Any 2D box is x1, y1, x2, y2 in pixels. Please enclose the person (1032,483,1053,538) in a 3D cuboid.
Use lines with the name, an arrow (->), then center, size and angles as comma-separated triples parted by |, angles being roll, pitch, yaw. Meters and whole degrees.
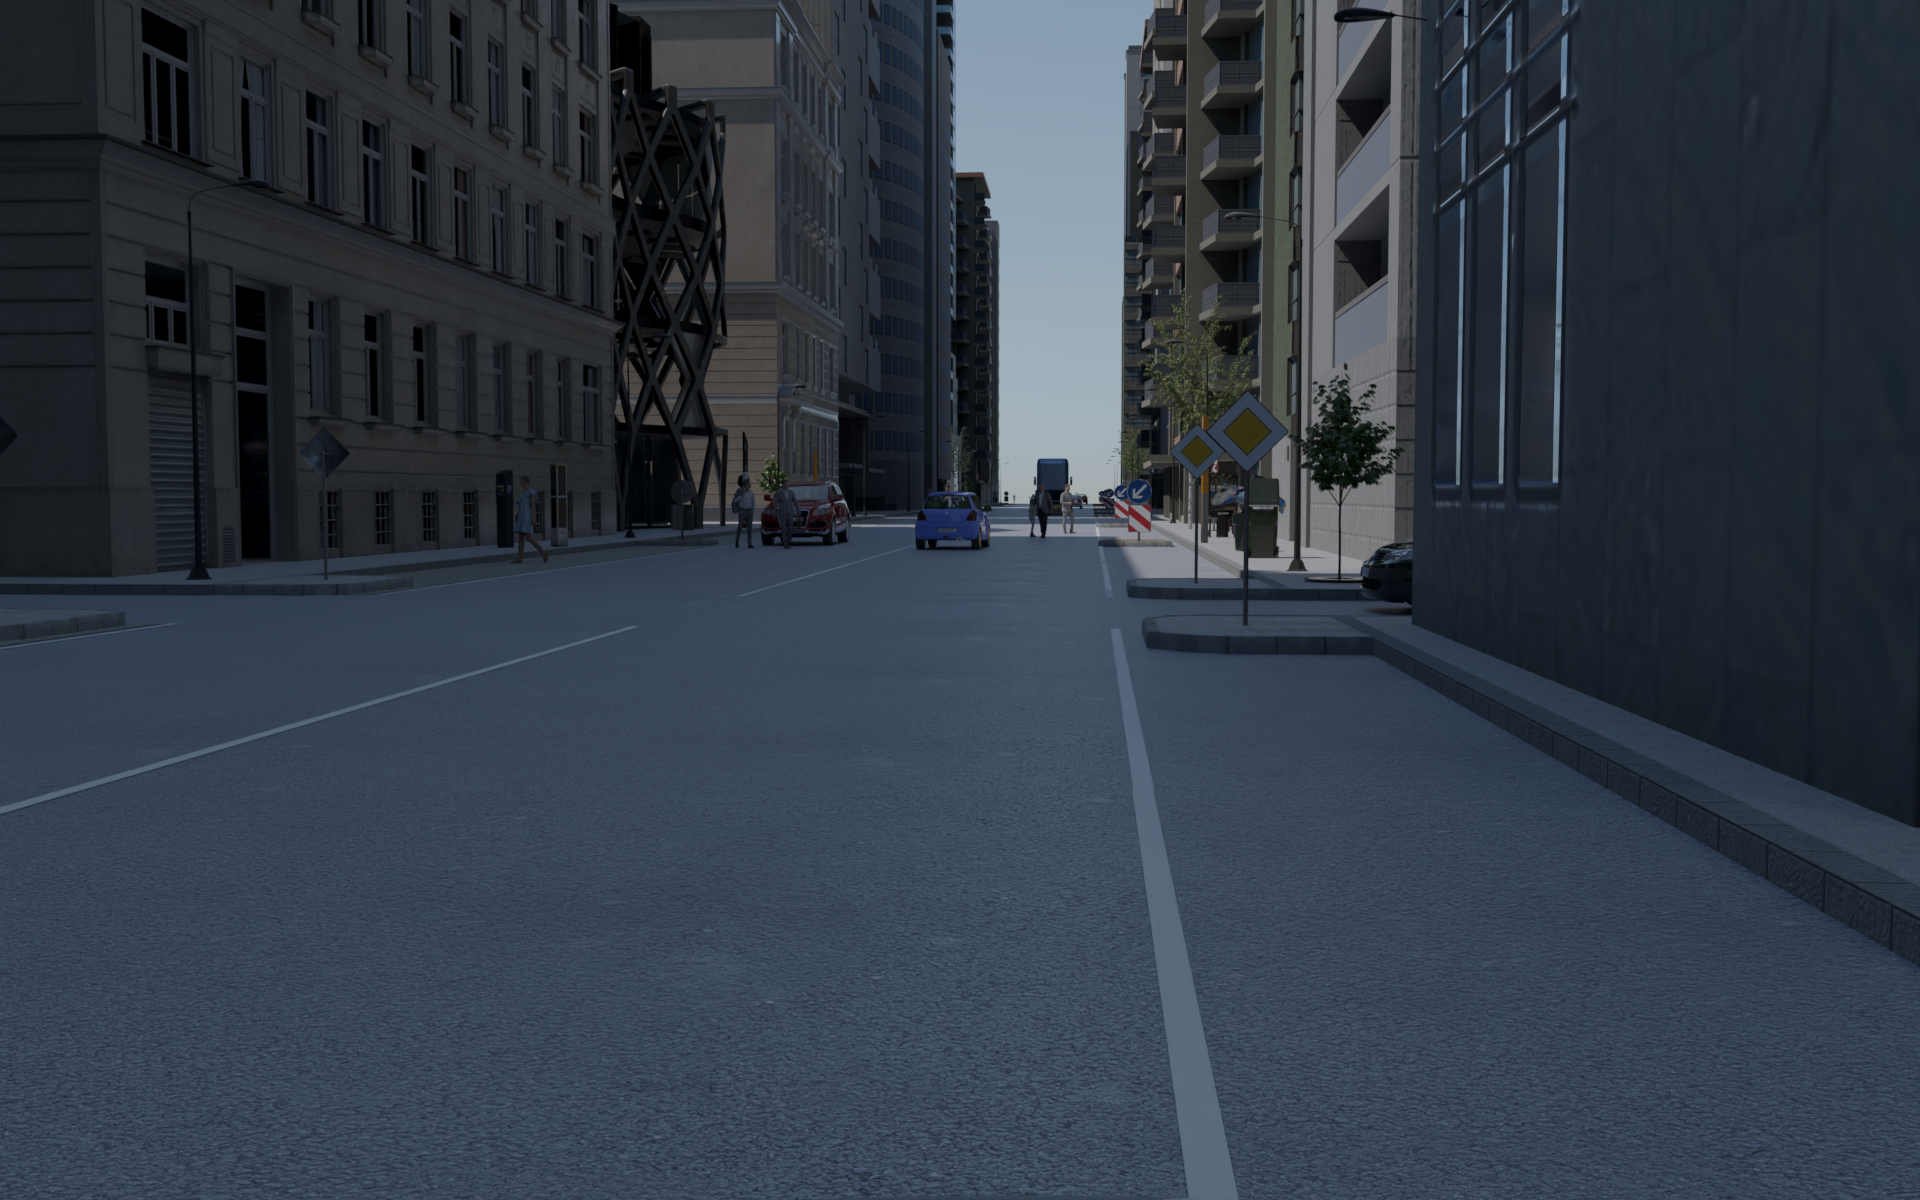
person -> 2.676, -2.916, 56.568 | 0.661, 1.777, 0.834 | 1, 4, 12

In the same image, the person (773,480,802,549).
person -> -4.532, -2.249, 45.384 | 0.709, 1.813, 0.853 | -2, 4, -27

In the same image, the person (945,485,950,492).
person -> -0.451, -3.385, 64.186 | 0.721, 1.781, 0.623 | 3, 5, 42

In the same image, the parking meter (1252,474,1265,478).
parking meter -> 8.750, -2.754, 50.732 | 0.399, 1.863, 0.255 | 0, 4, -6

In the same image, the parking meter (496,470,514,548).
parking meter -> -10.885, -2.184, 41.414 | 0.255, 1.863, 0.399 | 1, 4, 20

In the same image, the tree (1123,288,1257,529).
tree -> 8.645, -6.886, 62.956 | 4.737, 8.622, 4.395 | 0, 3, 0

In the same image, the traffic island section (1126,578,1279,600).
traffic island section -> 3.413, -0.160, 24.896 | 2.009, 0.180, 2.903 | 0, 4, 4

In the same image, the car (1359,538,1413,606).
car -> 7.005, -0.683, 20.959 | 4.222, 1.686, 2.009 | 0, 4, 4

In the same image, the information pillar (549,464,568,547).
information pillar -> -9.772, -2.306, 42.191 | 0.304, 2.012, 0.304 | 3, 5, 43

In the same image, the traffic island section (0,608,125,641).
traffic island section -> -10.095, 0.267, 17.913 | 2.009, 0.180, 2.903 | 0, 4, 4

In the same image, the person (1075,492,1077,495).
person -> 16.631, -14.468, 245.855 | 0.445, 1.727, 0.742 | 3, 5, 42

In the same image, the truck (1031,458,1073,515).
truck -> 6.575, -8.240, 124.475 | 2.967, 4.110, 18.799 | 0, 4, 4

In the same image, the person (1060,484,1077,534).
person -> 3.945, -3.294, 62.554 | 0.583, 1.804, 0.606 | 3, 5, 42

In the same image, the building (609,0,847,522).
building -> -13.776, -18.537, 88.989 | 13.634, 28.700, 20.117 | 0, 4, 4

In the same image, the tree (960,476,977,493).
tree -> 0.986, -12.009, 190.953 | 1.663, 3.219, 1.824 | 0, 3, 0

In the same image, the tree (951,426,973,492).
tree -> -0.443, -13.915, 177.865 | 4.360, 8.622, 3.978 | 0, 3, 0

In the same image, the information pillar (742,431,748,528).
information pillar -> -8.056, -4.506, 65.022 | 0.183, 3.616, 0.504 | 1, 4, 8

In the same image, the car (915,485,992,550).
car -> -0.156, -2.220, 45.896 | 1.945, 1.707, 3.694 | 0, 4, 6

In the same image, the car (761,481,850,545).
car -> -4.421, -2.530, 50.036 | 2.281, 1.827, 5.304 | 0, 4, 3

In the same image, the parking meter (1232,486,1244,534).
parking meter -> 8.870, -2.868, 55.298 | 0.372, 1.533, 0.369 | 0, 3, 0

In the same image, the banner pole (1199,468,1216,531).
banner pole -> 8.610, -4.289, 60.143 | 0.863, 3.779, 0.401 | 0, 4, -5

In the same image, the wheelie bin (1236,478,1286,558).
wheelie bin -> 6.036, -1.643, 34.764 | 0.980, 1.594, 0.693 | 0, 4, 7

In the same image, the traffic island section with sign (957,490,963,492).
traffic island section with sign -> 0.048, -8.762, 151.878 | 1.989, 1.847, 2.006 | 0, 4, 4

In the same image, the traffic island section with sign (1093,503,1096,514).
traffic island section with sign -> 6.857, -4.037, 74.634 | 1.989, 1.847, 2.006 | 0, 4, 4

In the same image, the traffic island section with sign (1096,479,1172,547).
traffic island section with sign -> 4.817, -2.393, 47.746 | 1.989, 1.847, 2.006 | 0, 4, 4

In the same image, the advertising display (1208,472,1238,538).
advertising display -> 7.746, -2.806, 51.091 | 0.974, 1.923, 0.123 | -2, 4, -24

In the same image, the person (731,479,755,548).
person -> -5.749, -2.288, 46.005 | 0.679, 1.850, 0.850 | -2, 4, -33

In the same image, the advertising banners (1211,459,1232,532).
advertising banners -> 9.052, -3.832, 58.838 | 0.090, 3.025, 2.074 | -1, 4, -23

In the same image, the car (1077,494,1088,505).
car -> 16.719, -14.066, 239.021 | 2.155, 1.783, 4.494 | 0, 4, 2

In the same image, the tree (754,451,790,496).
tree -> -8.491, -5.095, 77.912 | 1.663, 3.219, 1.824 | 0, 3, 0

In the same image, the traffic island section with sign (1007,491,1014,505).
traffic island section with sign -> 6.350, -13.836, 234.840 | 1.989, 1.847, 2.006 | 0, 4, 4

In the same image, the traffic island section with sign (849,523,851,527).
traffic island section with sign -> -5.764, -4.064, 75.068 | 1.989, 1.847, 2.006 | 0, 4, 4

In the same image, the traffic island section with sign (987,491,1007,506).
traffic island section with sign -> 4.299, -12.185, 207.844 | 1.989, 1.847, 2.006 | 0, 4, 4

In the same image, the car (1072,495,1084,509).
car -> 11.008, -9.556, 168.609 | 2.083, 1.381, 4.827 | 0, 4, 5

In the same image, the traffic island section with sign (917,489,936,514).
traffic island section with sign -> -2.029, -7.080, 124.382 | 1.989, 1.847, 2.006 | 0, 4, 4

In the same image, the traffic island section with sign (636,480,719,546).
traffic island section with sign -> -7.798, -2.420, 48.189 | 1.989, 1.847, 2.006 | 0, 4, 4

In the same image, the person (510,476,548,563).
person -> -8.938, -1.663, 35.784 | 0.778, 1.811, 0.616 | -2, 4, -29

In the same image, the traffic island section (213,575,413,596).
traffic island section -> -9.491, -0.220, 25.876 | 2.009, 0.180, 2.903 | 0, 4, 4

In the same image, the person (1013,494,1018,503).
person -> 7.814, -14.531, 249.307 | 0.991, 1.433, 0.599 | -1, 4, -10

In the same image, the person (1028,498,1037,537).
person -> 2.441, -2.759, 57.883 | 0.394, 1.301, 0.425 | -3, 5, -40

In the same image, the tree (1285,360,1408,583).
tree -> 5.544, -1.869, 25.152 | 1.663, 3.219, 1.824 | 0, 3, 0

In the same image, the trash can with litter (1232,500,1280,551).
trash can with litter -> 6.632, -1.675, 38.768 | 1.055, 1.170, 0.624 | 2, 4, 27

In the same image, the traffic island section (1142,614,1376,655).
traffic island section -> 2.809, 0.327, 16.934 | 2.009, 0.180, 2.903 | 0, 4, 4

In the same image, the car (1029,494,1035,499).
car -> 9.636, -12.631, 215.561 | 2.155, 1.783, 4.494 | 0, 4, 4

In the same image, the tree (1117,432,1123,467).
tree -> 18.408, -14.243, 183.230 | 4.737, 8.622, 4.395 | 0, 3, 0
